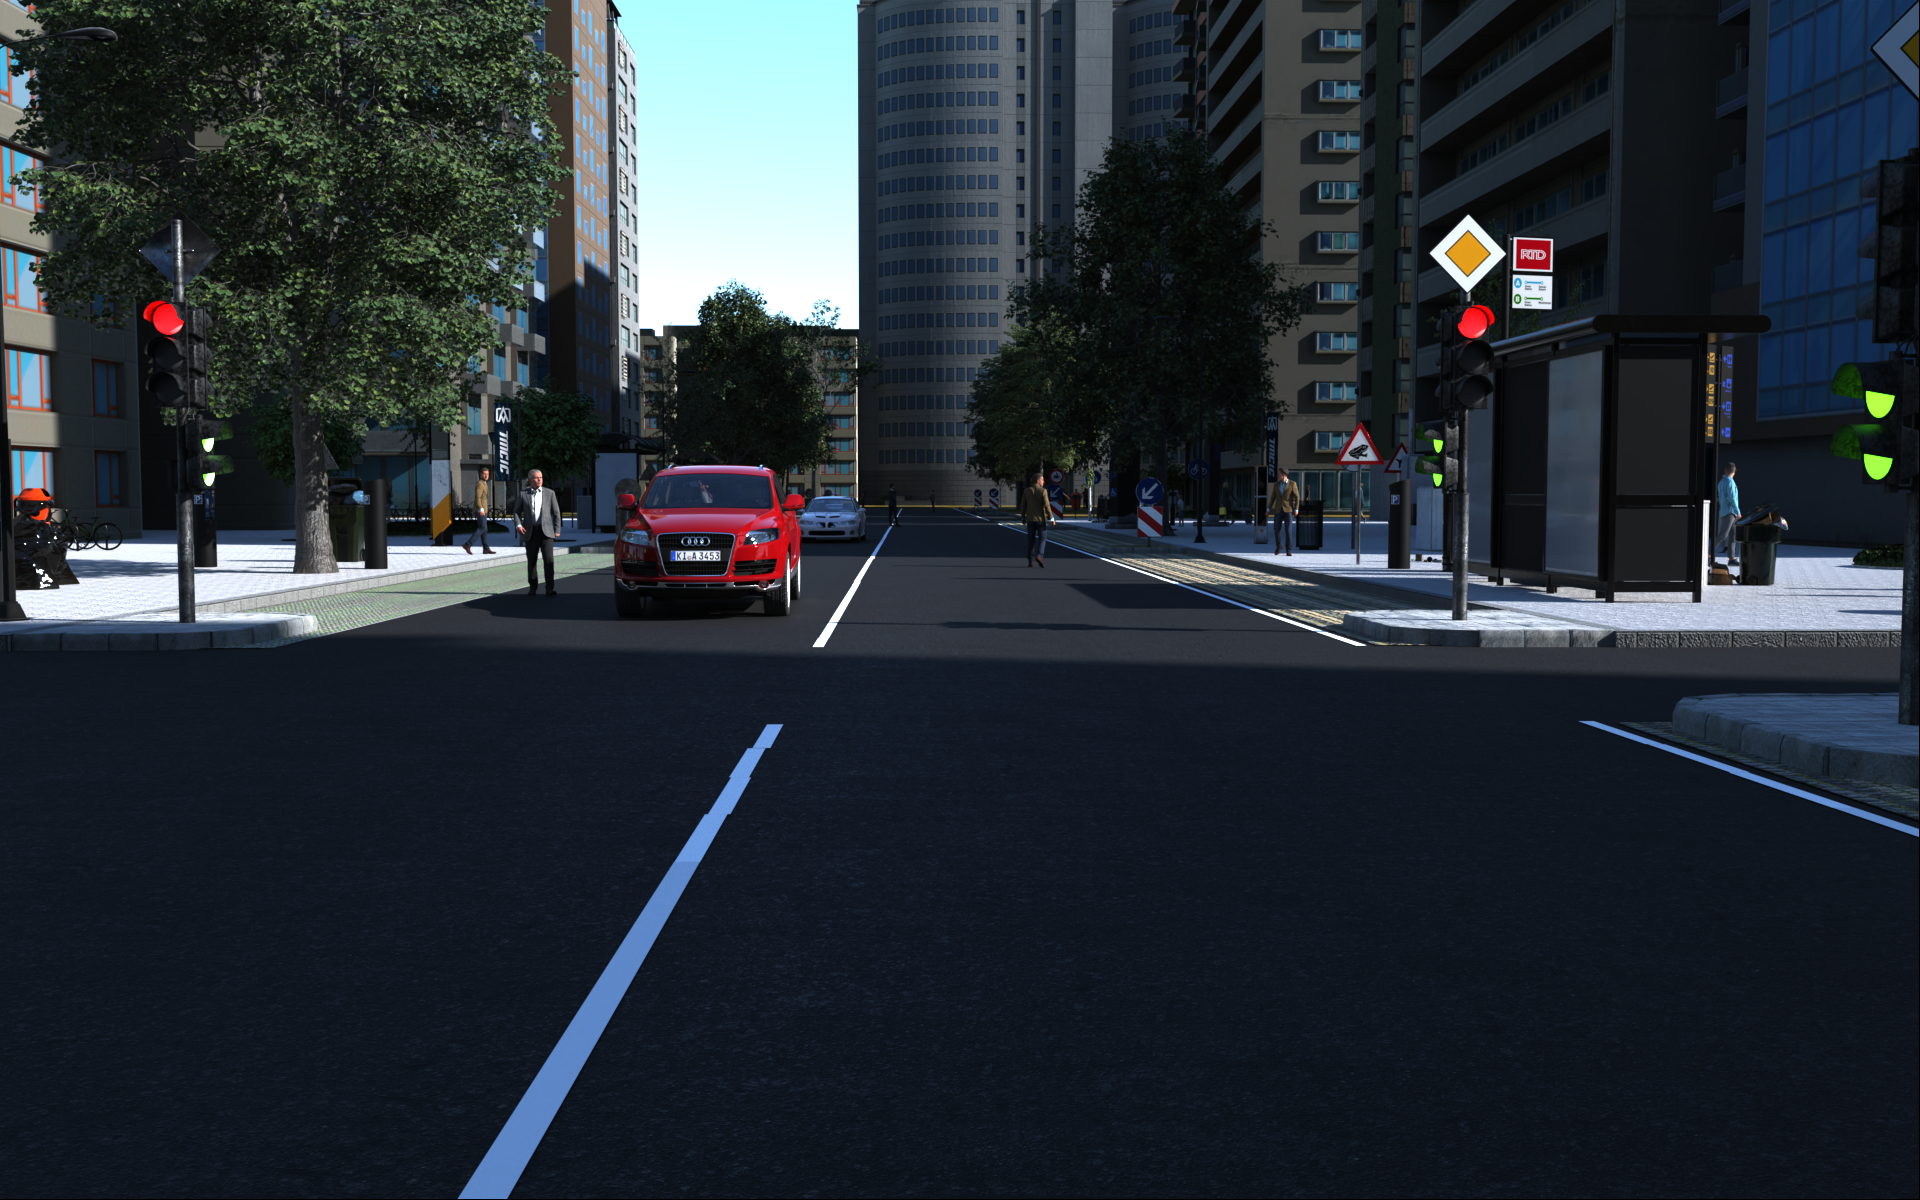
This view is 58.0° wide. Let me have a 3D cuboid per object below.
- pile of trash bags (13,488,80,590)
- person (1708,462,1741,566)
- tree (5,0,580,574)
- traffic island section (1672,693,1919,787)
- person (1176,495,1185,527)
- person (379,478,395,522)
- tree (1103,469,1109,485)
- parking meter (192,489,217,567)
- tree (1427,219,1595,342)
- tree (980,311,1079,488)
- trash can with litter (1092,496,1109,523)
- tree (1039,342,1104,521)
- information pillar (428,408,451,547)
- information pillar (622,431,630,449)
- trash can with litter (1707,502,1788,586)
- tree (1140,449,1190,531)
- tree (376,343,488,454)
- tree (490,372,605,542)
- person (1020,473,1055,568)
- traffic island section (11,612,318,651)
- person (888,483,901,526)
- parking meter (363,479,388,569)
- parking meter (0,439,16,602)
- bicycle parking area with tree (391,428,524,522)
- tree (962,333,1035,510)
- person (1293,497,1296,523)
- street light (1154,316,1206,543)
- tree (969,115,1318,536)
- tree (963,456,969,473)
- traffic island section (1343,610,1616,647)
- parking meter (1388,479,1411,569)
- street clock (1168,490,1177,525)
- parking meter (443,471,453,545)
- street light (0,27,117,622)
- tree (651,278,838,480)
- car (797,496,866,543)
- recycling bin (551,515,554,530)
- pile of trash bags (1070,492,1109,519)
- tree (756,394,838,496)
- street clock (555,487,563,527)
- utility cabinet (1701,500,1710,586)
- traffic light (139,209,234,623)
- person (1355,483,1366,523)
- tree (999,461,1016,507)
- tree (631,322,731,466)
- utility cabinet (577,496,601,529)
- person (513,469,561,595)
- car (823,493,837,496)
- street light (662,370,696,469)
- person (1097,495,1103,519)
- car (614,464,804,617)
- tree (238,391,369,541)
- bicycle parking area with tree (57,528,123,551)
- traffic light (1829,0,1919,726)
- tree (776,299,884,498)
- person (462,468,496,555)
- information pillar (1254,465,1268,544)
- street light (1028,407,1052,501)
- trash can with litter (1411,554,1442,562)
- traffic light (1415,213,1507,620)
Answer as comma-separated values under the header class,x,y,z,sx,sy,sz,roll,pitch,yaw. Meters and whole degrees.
class,x,y,z,sx,sy,sz,roll,pitch,yaw
pile of trash bags,-13.403,-0.893,24.361,1.912,1.369,3.447,-1,4,-15
person,13.568,-1.520,30.753,0.748,1.841,0.638,1,4,21
tree,-10.442,-7.401,27.664,9.857,13.997,8.962,0,3,0
traffic island section,5.339,0.772,9.662,2.009,0.180,2.903,0,4,-2
person,8.697,-3.520,68.284,0.332,1.250,0.352,-1,4,-11
person,-19.115,-3.160,57.677,0.573,1.828,0.580,2,4,31
tree,6.912,-4.709,71.589,1.663,3.219,1.824,0,3,0
parking meter,-13.268,-1.346,30.420,0.372,1.533,0.369,0,3,0
tree,14.920,-5.926,47.252,4.737,8.622,4.395,0,3,0
tree,5.203,-11.320,103.208,7.486,12.596,7.792,0,3,0
trash can with litter,6.788,-4.093,77.973,2.233,1.210,1.678,-3,4,-37
tree,5.910,-8.033,81.710,4.737,8.622,4.395,0,3,0
information pillar,-12.689,-3.117,42.319,0.504,3.616,0.183,1,4,17
information pillar,-12.372,-4.457,64.227,0.183,3.616,0.504,1,4,16
trash can with litter,11.006,-0.794,24.363,1.055,1.170,0.624,0,4,1
tree,7.125,-4.053,60.867,1.663,3.219,1.824,0,3,0
tree,-20.100,-7.092,66.311,4.737,8.622,4.395,0,3,0
tree,-11.147,-3.857,46.768,4.285,4.588,4.351,0,3,0
person,1.522,-1.557,33.873,0.656,1.842,0.836,0,4,-5
traffic island section,-7.726,0.306,17.282,2.009,0.180,2.903,0,4,-2
person,-2.938,-4.230,77.026,0.474,1.900,0.648,-2,4,-35
parking meter,-10.020,-1.301,29.682,0.372,1.533,0.369,0,3,0
parking meter,-10.184,-0.763,18.188,0.255,1.863,0.399,1,4,23
bicycle parking area with tree,-22.539,-5.551,77.757,9.016,4.147,8.231,3,4,37
tree,4.874,-14.224,139.218,9.857,13.997,8.962,0,3,0
person,14.846,-4.368,77.373,0.836,1.842,0.656,-2,4,-25
street light,5.764,-4.453,45.350,1.470,5.913,1.316,0,4,-2
tree,6.137,-8.319,53.028,9.611,12.733,9.660,0,3,0
tree,5.036,-12.774,125.861,9.611,12.733,9.660,0,3,0
traffic island section,5.111,0.284,17.644,2.009,0.180,2.903,0,4,-2
parking meter,7.554,-1.306,29.760,0.372,1.533,0.369,0,3,0
street clock,8.683,-4.047,70.740,0.358,2.002,0.471,0,4,3
parking meter,-12.891,-2.310,43.482,0.255,1.863,0.399,-1,4,-22
street light,-9.100,-2.743,17.397,1.470,5.913,1.316,0,4,-2
tree,-11.847,-10.719,92.267,9.611,12.733,9.660,0,3,0
car,-3.865,-2.468,52.708,2.083,1.381,4.827,0,4,0
recycling bin,-13.644,-2.699,56.679,0.722,1.027,0.722,-1,4,-11
pile of trash bags,7.392,-4.883,89.591,3.447,1.369,1.912,1,4,13
tree,-14.293,-12.532,139.309,8.767,10.594,7.601,-3,4,-36
street clock,-15.651,-3.855,67.607,0.471,2.002,0.358,2,4,32
utility cabinet,9.948,-0.780,23.908,1.020,1.237,0.306,-3,4,-38
traffic light,-7.685,-1.726,17.149,0.839,4.253,0.868,0,4,-2
person,17.572,-4.269,76.073,0.641,1.798,0.478,0,4,-2
tree,3.889,-13.268,167.290,4.737,8.622,4.395,0,3,0
tree,-12.234,-7.642,75.308,4.360,8.622,3.978,0,3,0
utility cabinet,-13.480,-3.194,63.384,1.020,1.237,0.306,-2,4,-24
person,-5.921,-0.945,24.344,0.661,1.777,0.834,-2,4,-25
car,-11.550,-8.841,154.148,1.945,1.707,3.694,0,4,-2
street light,-10.567,-5.650,64.918,1.470,5.913,1.316,0,4,-2
person,7.113,-4.719,87.863,0.362,1.253,0.373,-1,4,-23
car,-3.100,-0.814,21.984,2.281,1.827,5.304,0,4,-3
tree,-18.052,-3.912,47.679,4.285,4.588,4.351,0,3,0
bicycle parking area with tree,-22.456,-3.038,36.678,9.016,4.147,8.231,0,4,7
traffic light,5.299,-1.262,9.547,0.839,4.253,0.868,0,4,-2
tree,-12.862,-18.972,166.087,12.611,20.169,13.585,0,3,0
person,-10.194,-1.886,36.793,0.656,1.842,0.836,3,5,44
information pillar,7.736,-2.447,44.502,0.304,2.012,0.304,0,4,-1
street light,4.330,-7.348,92.685,1.470,5.913,1.316,0,4,-2
trash can with litter,9.345,-1.325,32.729,2.233,1.210,1.678,2,4,33
traffic light,5.070,-1.750,17.529,0.839,4.253,0.868,0,4,-2
